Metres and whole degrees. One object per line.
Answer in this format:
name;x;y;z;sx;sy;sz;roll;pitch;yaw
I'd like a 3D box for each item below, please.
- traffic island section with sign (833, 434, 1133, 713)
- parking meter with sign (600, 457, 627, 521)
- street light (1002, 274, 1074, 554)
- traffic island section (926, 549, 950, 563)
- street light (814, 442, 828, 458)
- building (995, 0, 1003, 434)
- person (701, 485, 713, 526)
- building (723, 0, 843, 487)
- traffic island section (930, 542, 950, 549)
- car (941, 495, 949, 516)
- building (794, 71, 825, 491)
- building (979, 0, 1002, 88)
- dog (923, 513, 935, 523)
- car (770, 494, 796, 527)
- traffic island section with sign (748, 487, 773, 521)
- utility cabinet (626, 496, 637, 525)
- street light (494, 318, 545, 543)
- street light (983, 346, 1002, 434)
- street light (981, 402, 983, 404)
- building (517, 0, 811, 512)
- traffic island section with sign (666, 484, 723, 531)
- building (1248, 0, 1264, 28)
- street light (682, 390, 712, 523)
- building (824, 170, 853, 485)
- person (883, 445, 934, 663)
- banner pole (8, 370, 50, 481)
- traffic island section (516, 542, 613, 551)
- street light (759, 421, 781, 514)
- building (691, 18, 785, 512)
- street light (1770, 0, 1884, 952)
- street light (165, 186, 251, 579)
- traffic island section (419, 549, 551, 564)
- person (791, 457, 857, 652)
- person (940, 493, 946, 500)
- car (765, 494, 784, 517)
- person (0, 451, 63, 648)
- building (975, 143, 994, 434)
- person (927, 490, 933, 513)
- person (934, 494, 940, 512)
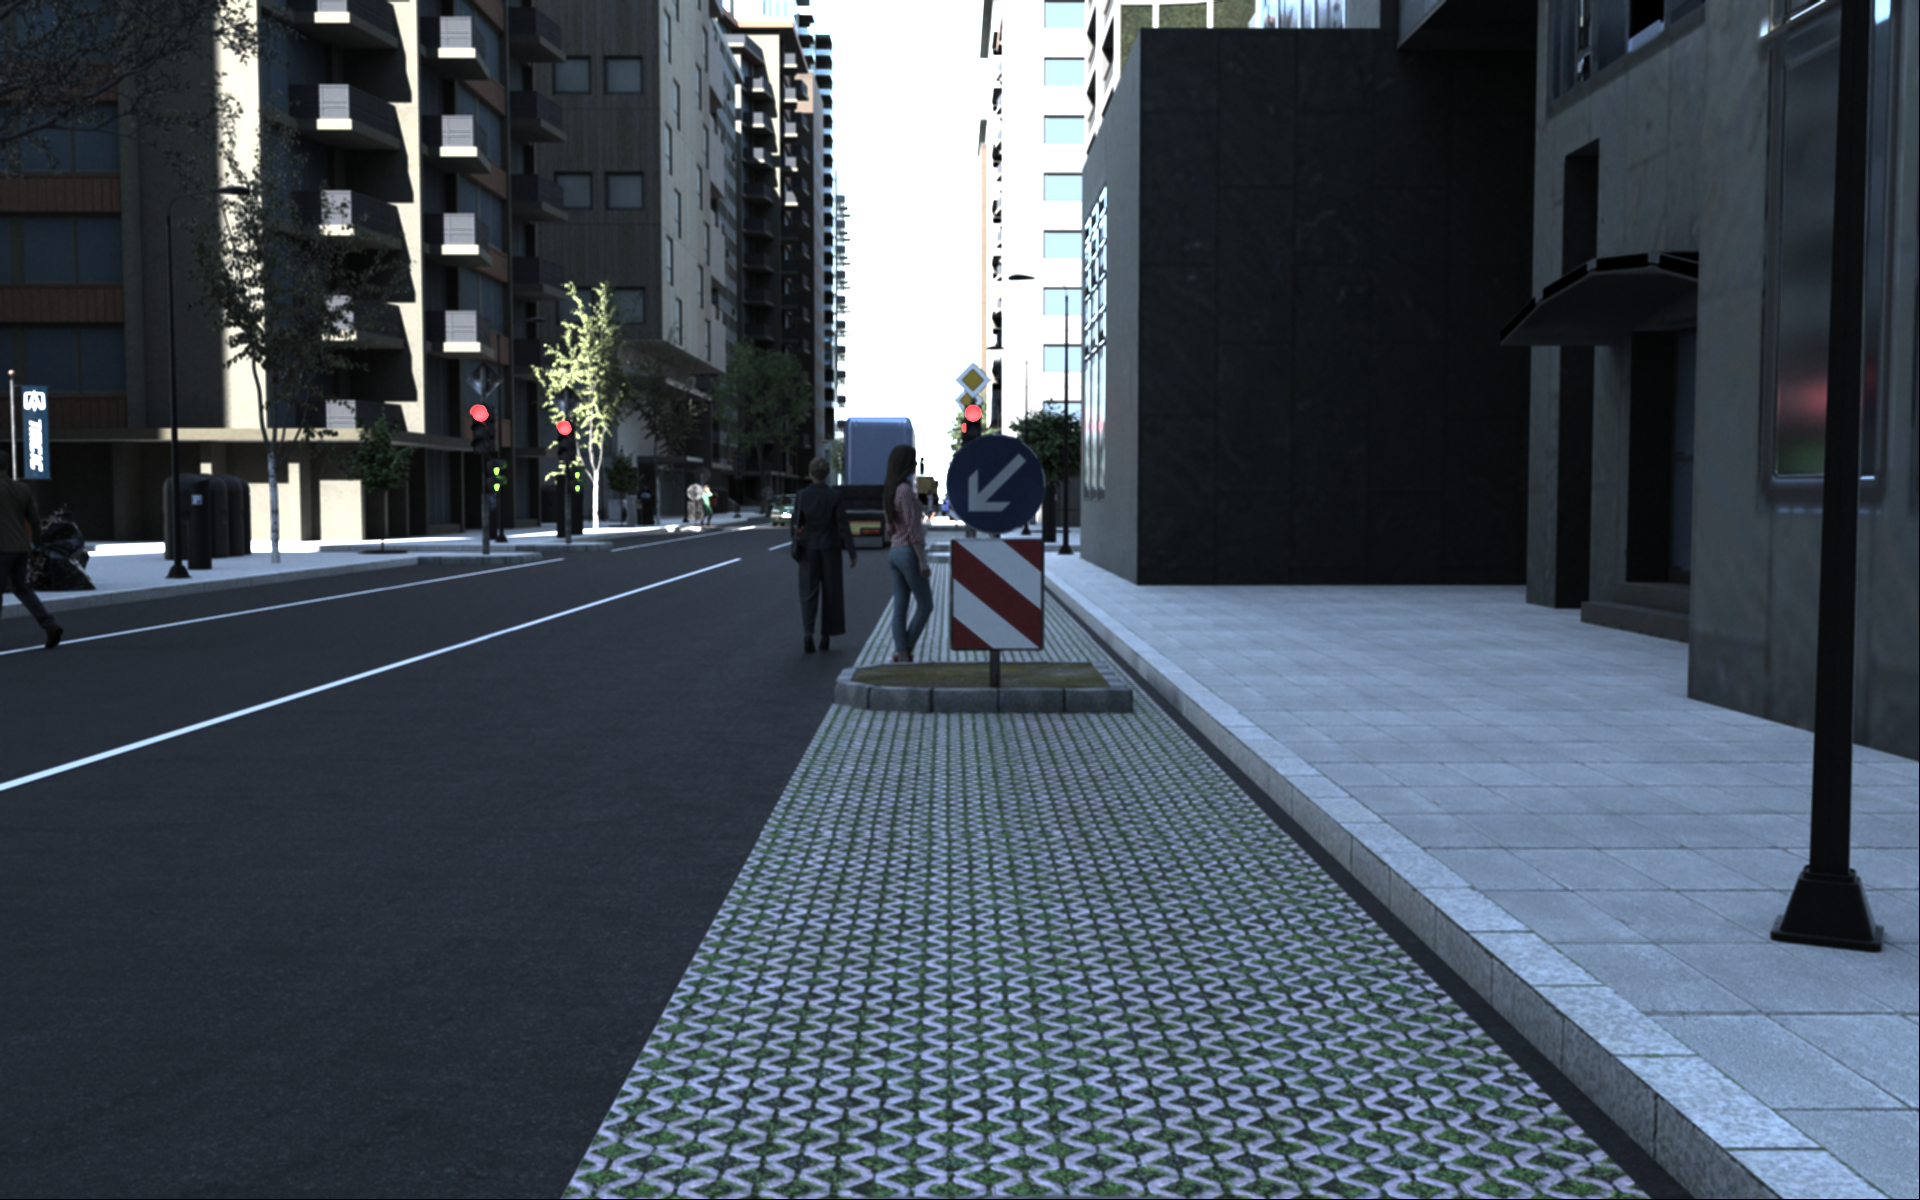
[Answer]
traffic island section with sign;0.125;-0.218;12.190;1.989;1.847;2.006;0;4;0
parking meter with sign;-15.984;-5.204;81.352;1.738;3.016;0.543;0;4;-7
street light;1.716;-3.929;36.780;1.470;5.913;1.316;0;4;0
traffic island section;0.295;-0.894;36.897;2.009;0.180;2.903;0;4;0
street light;-12.371;-11.083;153.742;1.470;5.913;1.316;0;4;0
building;14.317;-30.468;152.777;22.147;44.769;28.867;0;4;0
person;-10.519;-3.854;71.761;0.529;1.795;0.600;-1;4;-16
building;-25.737;-55.401;218.478;22.319;86.520;31.000;0;4;0
traffic island section;0.242;-1.382;44.882;2.009;0.180;2.903;0;4;0
car;-0.343;-6.486;115.630;1.945;1.707;3.694;0;4;1
building;-21.566;-32.447;180.623;14.600;45.320;14.200;0;4;0
building;16.561;-36.174;180.678;28.713;52.752;27.495;0;4;0
dog;-1.552;-4.145;87.062;0.540;0.507;0.406;-2;4;-24
car;-7.453;-4.152;77.669;2.009;1.686;4.222;0;4;2
traffic island section with sign;-10.479;-5.244;94.365;1.989;1.847;2.006;0;4;0
utility cabinet;-13.592;-3.782;73.004;0.306;1.237;1.020;2;4;33
street light;-11.611;-4.476;45.728;1.470;5.913;1.316;0;4;0
street light;1.547;-5.012;54.485;1.470;5.913;1.316;0;4;0
street light;1.384;-7.009;87.131;1.470;5.913;1.316;0;4;0
building;-25.433;-30.835;158.775;22.147;44.769;28.867;0;4;0
traffic island section with sign;-10.302;-3.595;67.411;1.989;1.847;2.006;0;4;0
building;16.943;-24.588;52.121;14.200;45.320;14.600;0;4;0
street light;-11.777;-6.429;77.658;1.470;5.913;1.316;0;4;0
building;-27.083;-38.584;250.464;23.786;49.044;30.456;0;4;0
person;-0.404;-0.322;13.773;0.388;1.821;0.555;-3;4;-36
banner pole;-18.899;-2.758;35.116;0.863;3.779;0.401;-2;4;-29
traffic island section;-10.149;-1.378;44.818;2.009;0.180;2.903;0;4;0
street light;-12.077;-8.412;110.078;1.470;5.913;1.316;0;4;0
building;-30.063;-26.924;132.091;32.217;40.220;23.993;0;4;0
street light;1.977;-1.976;4.850;1.470;5.913;1.316;0;4;0
street light;-11.397;-3.286;26.272;1.470;5.913;1.316;0;4;0
traffic island section;-10.096;-0.890;36.834;2.009;0.180;2.903;0;4;0
person;-1.254;-0.422;15.822;0.576;1.772;0.534;-1;4;-15
person;-1.017;-8.125;141.299;1.348;1.831;0.705;1;4;20
car;-10.272;-5.416;100.553;2.014;1.417;4.499;0;4;-1
person;-8.735;-0.462;15.965;0.836;1.842;0.656;-1;4;-14
building;9.355;-34.613;216.027;14.600;45.320;14.200;0;4;0
person;-2.286;-7.507;131.900;0.551;1.740;0.621;1;4;19
person;-1.827;-7.774;138.837;0.421;1.427;0.697;-1;4;-12
